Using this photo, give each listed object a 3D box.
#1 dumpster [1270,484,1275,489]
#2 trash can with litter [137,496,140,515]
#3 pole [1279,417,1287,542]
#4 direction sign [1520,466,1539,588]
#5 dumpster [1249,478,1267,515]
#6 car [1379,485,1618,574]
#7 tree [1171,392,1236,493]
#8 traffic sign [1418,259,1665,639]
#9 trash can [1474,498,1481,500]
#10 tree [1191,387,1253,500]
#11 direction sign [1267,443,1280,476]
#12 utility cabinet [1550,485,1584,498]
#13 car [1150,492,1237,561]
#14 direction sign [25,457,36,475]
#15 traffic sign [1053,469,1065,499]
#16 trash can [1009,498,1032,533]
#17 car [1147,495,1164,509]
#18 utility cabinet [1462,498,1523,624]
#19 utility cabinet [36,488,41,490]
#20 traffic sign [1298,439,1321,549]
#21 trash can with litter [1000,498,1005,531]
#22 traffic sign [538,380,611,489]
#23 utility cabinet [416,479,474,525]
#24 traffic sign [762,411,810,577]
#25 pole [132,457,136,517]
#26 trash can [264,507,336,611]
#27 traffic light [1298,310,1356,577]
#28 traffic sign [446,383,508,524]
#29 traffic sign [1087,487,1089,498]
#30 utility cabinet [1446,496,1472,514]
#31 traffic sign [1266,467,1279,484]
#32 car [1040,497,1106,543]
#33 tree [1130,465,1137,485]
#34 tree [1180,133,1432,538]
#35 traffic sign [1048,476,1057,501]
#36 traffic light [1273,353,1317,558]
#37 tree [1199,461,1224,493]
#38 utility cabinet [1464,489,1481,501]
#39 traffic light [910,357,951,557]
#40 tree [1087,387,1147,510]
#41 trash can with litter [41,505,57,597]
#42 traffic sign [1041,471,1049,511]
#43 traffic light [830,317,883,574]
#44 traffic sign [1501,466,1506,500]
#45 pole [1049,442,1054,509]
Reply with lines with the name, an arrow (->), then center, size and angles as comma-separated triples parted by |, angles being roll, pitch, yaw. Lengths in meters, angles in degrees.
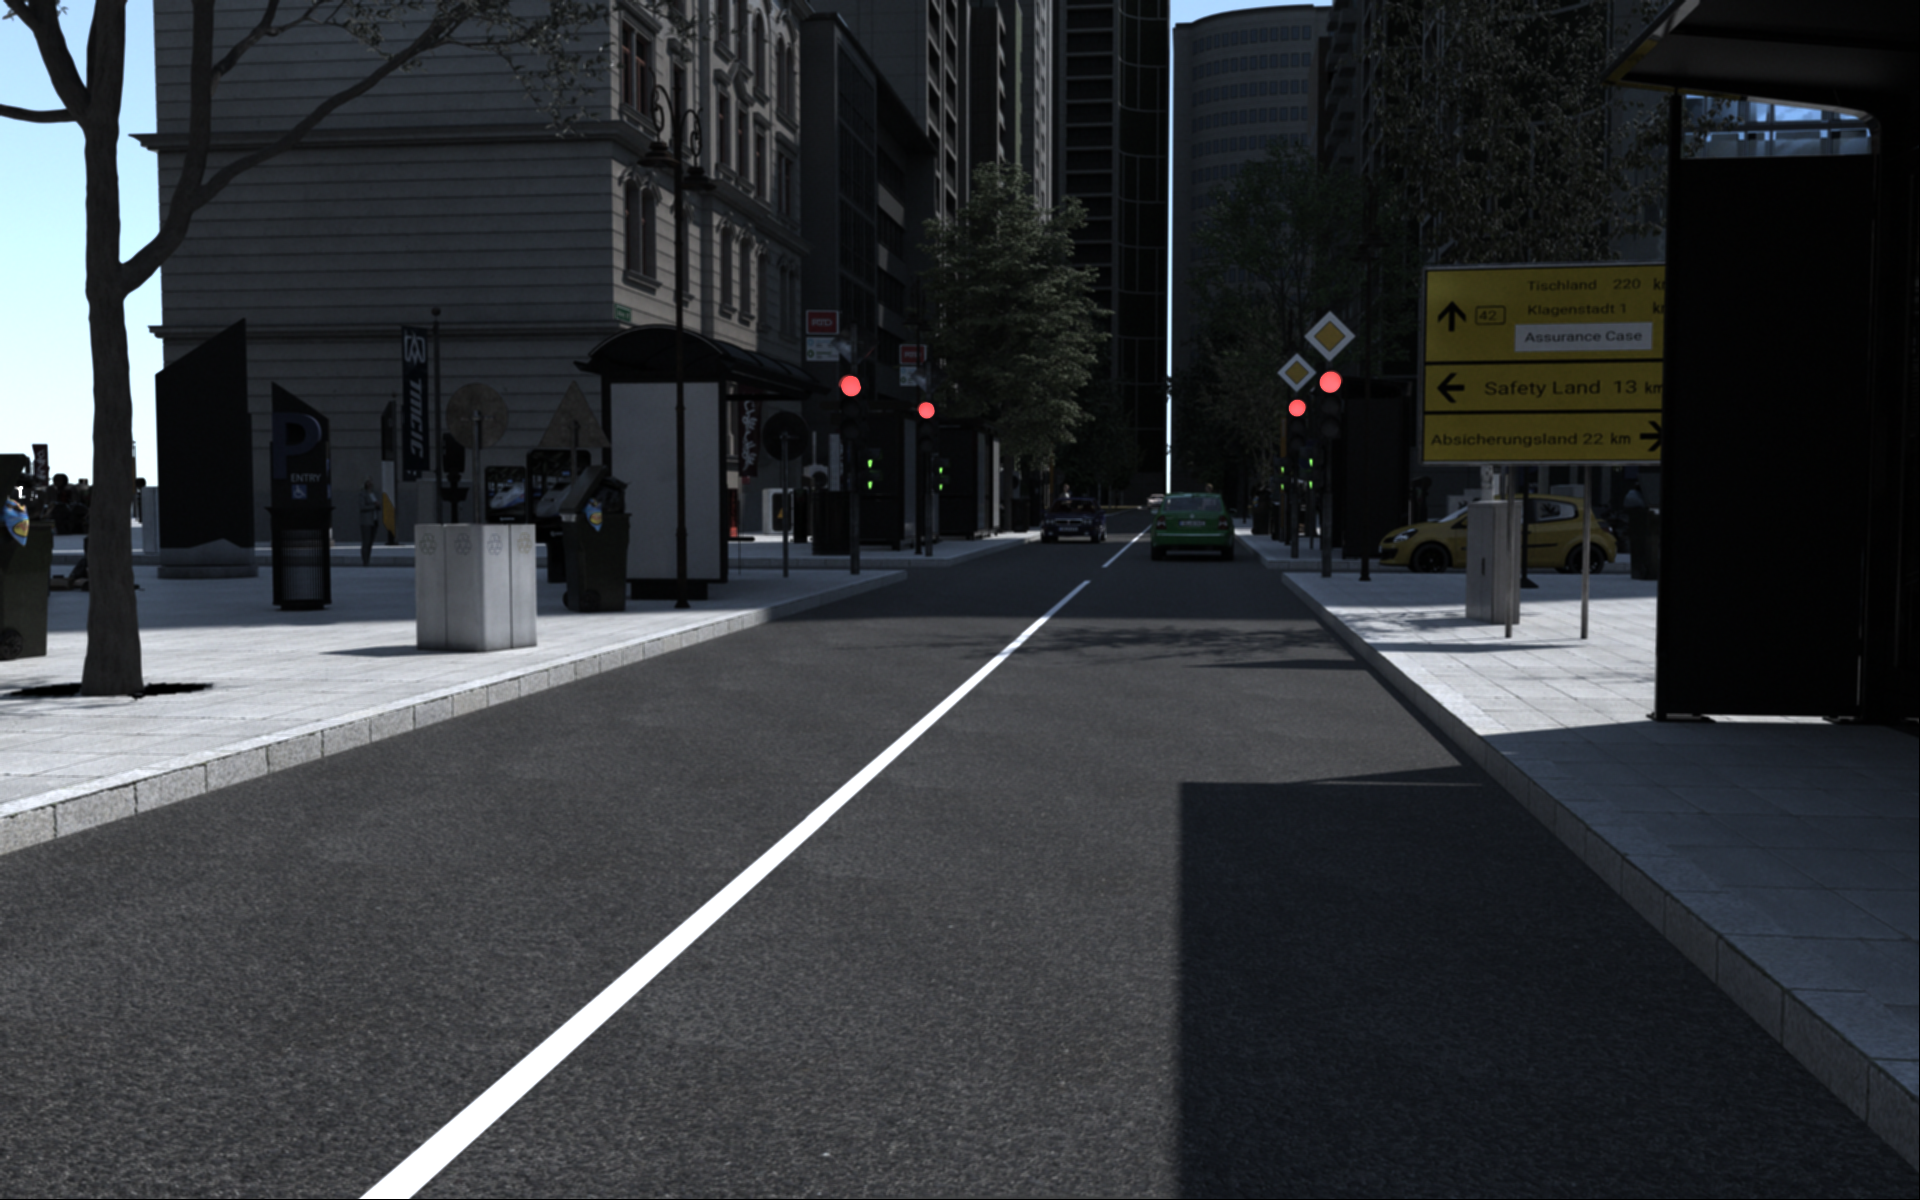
dumpster -> 13.568, -4.080, 72.463 | 1.264, 1.857, 1.865 | 0, 4, 7
trash can with litter -> -52.801, -6.102, 111.157 | 0.624, 1.170, 1.055 | 1, 4, 13
pole -> 8.591, -3.191, 46.024 | 0.158, 3.312, 0.155 | 0, 3, 0
direction sign -> 7.734, -1.935, 23.642 | 0.379, 3.537, 0.876 | 0, 4, -2
dumpster -> 18.105, -6.185, 103.624 | 1.502, 2.255, 1.985 | 0, 4, 7
car -> 9.421, -1.239, 30.477 | 3.980, 1.641, 2.015 | 1, 4, 9
tree -> 27.153, -16.980, 184.271 | 9.857, 13.997, 8.962 | 0, 3, 0
traffic sign -> 5.217, -1.311, 15.304 | 2.265, 3.308, 0.079 | 1, 4, 11
trash can -> 18.532, -3.030, 61.197 | 0.748, 1.137, 0.748 | 0, 3, 0
tree -> 25.708, -15.241, 167.312 | 7.486, 12.596, 7.792 | 0, 3, 0
direction sign -> 14.030, -5.180, 76.693 | 0.876, 3.537, 0.379 | 1, 4, 16
utility cabinet -> 14.375, -1.981, 41.070 | 0.318, 1.500, 1.173 | 0, 4, -7
car -> 5.209, -1.827, 38.675 | 1.959, 1.807, 4.718 | 1, 4, 8
direction sign -> -61.820, -7.551, 115.455 | 0.379, 3.537, 0.876 | 3, 5, 42
traffic sign -> 5.012, -5.423, 88.770 | 0.768, 2.556, 0.104 | 1, 4, 12
trash can -> 2.013, -2.817, 57.705 | 0.748, 1.137, 0.748 | 0, 3, 0
car -> 19.368, -9.637, 169.921 | 2.083, 1.381, 4.827 | 0, 4, 8
utility cabinet -> 5.382, -0.389, 17.517 | 0.306, 1.237, 1.020 | 0, 4, 2
utility cabinet -> -36.600, -3.631, 68.043 | 1.173, 1.500, 0.318 | 2, 4, 30
traffic sign -> 8.190, -2.456, 40.269 | 0.768, 2.556, 0.104 | 1, 4, 12
trash can with litter -> 0.978, -2.833, 57.699 | 1.055, 1.170, 0.624 | 1, 4, 9
traffic sign -> -4.420, -1.213, 19.840 | 0.884, 2.594, 0.081 | 1, 4, 11
utility cabinet -> -7.464, -1.016, 25.284 | 0.318, 1.500, 1.173 | 1, 4, 14
traffic sign -> -2.686, -1.622, 26.620 | 0.768, 2.556, 0.104 | 1, 4, 12
pole -> -45.319, -6.187, 94.996 | 0.158, 3.312, 0.155 | 0, 3, 0
trash can -> -7.306, -0.462, 19.208 | 0.748, 1.137, 0.748 | 0, 3, 0
traffic light -> 5.640, -2.306, 26.631 | 0.839, 4.253, 0.868 | 0, 4, 7
traffic sign -> -5.536, -1.206, 19.832 | 0.768, 2.556, 0.104 | 1, 4, 11
traffic sign -> 7.018, -5.802, 94.972 | 0.768, 2.556, 0.104 | 1, 4, 14
utility cabinet -> 21.333, -3.844, 74.007 | 1.020, 1.237, 0.306 | 0, 4, -3
traffic sign -> 14.115, -4.757, 77.883 | 0.768, 2.556, 0.104 | 1, 4, 17
car -> 3.405, -2.391, 51.672 | 1.945, 1.354, 3.894 | 1, 4, 9
tree -> 13.621, -10.186, 150.248 | 4.285, 4.588, 4.351 | 0, 3, 0
tree -> 10.241, -7.667, 51.111 | 9.928, 11.665, 9.643 | 0, 3, 0
traffic sign -> 5.216, -5.817, 95.207 | 0.768, 2.556, 0.104 | 1, 4, 17
traffic light -> 6.678, -2.791, 34.549 | 0.839, 4.253, 0.868 | 0, 4, 7
tree -> 23.717, -10.769, 159.786 | 4.285, 4.588, 4.351 | 0, 3, 0
utility cabinet -> 22.680, -4.106, 75.816 | 1.173, 1.500, 0.318 | 2, 4, 29
traffic light -> -0.623, -2.848, 35.487 | 0.839, 4.253, 0.868 | 0, 4, 7
tree -> 9.615, -10.165, 116.567 | 4.737, 8.622, 4.395 | 0, 3, 0
trash can with litter -> -11.664, -0.600, 21.193 | 1.055, 1.170, 0.624 | -3, 4, -36
traffic sign -> 4.854, -5.857, 95.761 | 0.884, 2.594, 0.081 | 1, 4, 9
traffic light -> -1.661, -2.364, 27.569 | 0.839, 4.253, 0.868 | 0, 4, 7
traffic sign -> 6.994, -1.235, 22.317 | 0.606, 2.300, 0.079 | 1, 4, 12
pole -> 3.569, -4.519, 67.727 | 0.158, 3.312, 0.155 | 0, 3, 0
